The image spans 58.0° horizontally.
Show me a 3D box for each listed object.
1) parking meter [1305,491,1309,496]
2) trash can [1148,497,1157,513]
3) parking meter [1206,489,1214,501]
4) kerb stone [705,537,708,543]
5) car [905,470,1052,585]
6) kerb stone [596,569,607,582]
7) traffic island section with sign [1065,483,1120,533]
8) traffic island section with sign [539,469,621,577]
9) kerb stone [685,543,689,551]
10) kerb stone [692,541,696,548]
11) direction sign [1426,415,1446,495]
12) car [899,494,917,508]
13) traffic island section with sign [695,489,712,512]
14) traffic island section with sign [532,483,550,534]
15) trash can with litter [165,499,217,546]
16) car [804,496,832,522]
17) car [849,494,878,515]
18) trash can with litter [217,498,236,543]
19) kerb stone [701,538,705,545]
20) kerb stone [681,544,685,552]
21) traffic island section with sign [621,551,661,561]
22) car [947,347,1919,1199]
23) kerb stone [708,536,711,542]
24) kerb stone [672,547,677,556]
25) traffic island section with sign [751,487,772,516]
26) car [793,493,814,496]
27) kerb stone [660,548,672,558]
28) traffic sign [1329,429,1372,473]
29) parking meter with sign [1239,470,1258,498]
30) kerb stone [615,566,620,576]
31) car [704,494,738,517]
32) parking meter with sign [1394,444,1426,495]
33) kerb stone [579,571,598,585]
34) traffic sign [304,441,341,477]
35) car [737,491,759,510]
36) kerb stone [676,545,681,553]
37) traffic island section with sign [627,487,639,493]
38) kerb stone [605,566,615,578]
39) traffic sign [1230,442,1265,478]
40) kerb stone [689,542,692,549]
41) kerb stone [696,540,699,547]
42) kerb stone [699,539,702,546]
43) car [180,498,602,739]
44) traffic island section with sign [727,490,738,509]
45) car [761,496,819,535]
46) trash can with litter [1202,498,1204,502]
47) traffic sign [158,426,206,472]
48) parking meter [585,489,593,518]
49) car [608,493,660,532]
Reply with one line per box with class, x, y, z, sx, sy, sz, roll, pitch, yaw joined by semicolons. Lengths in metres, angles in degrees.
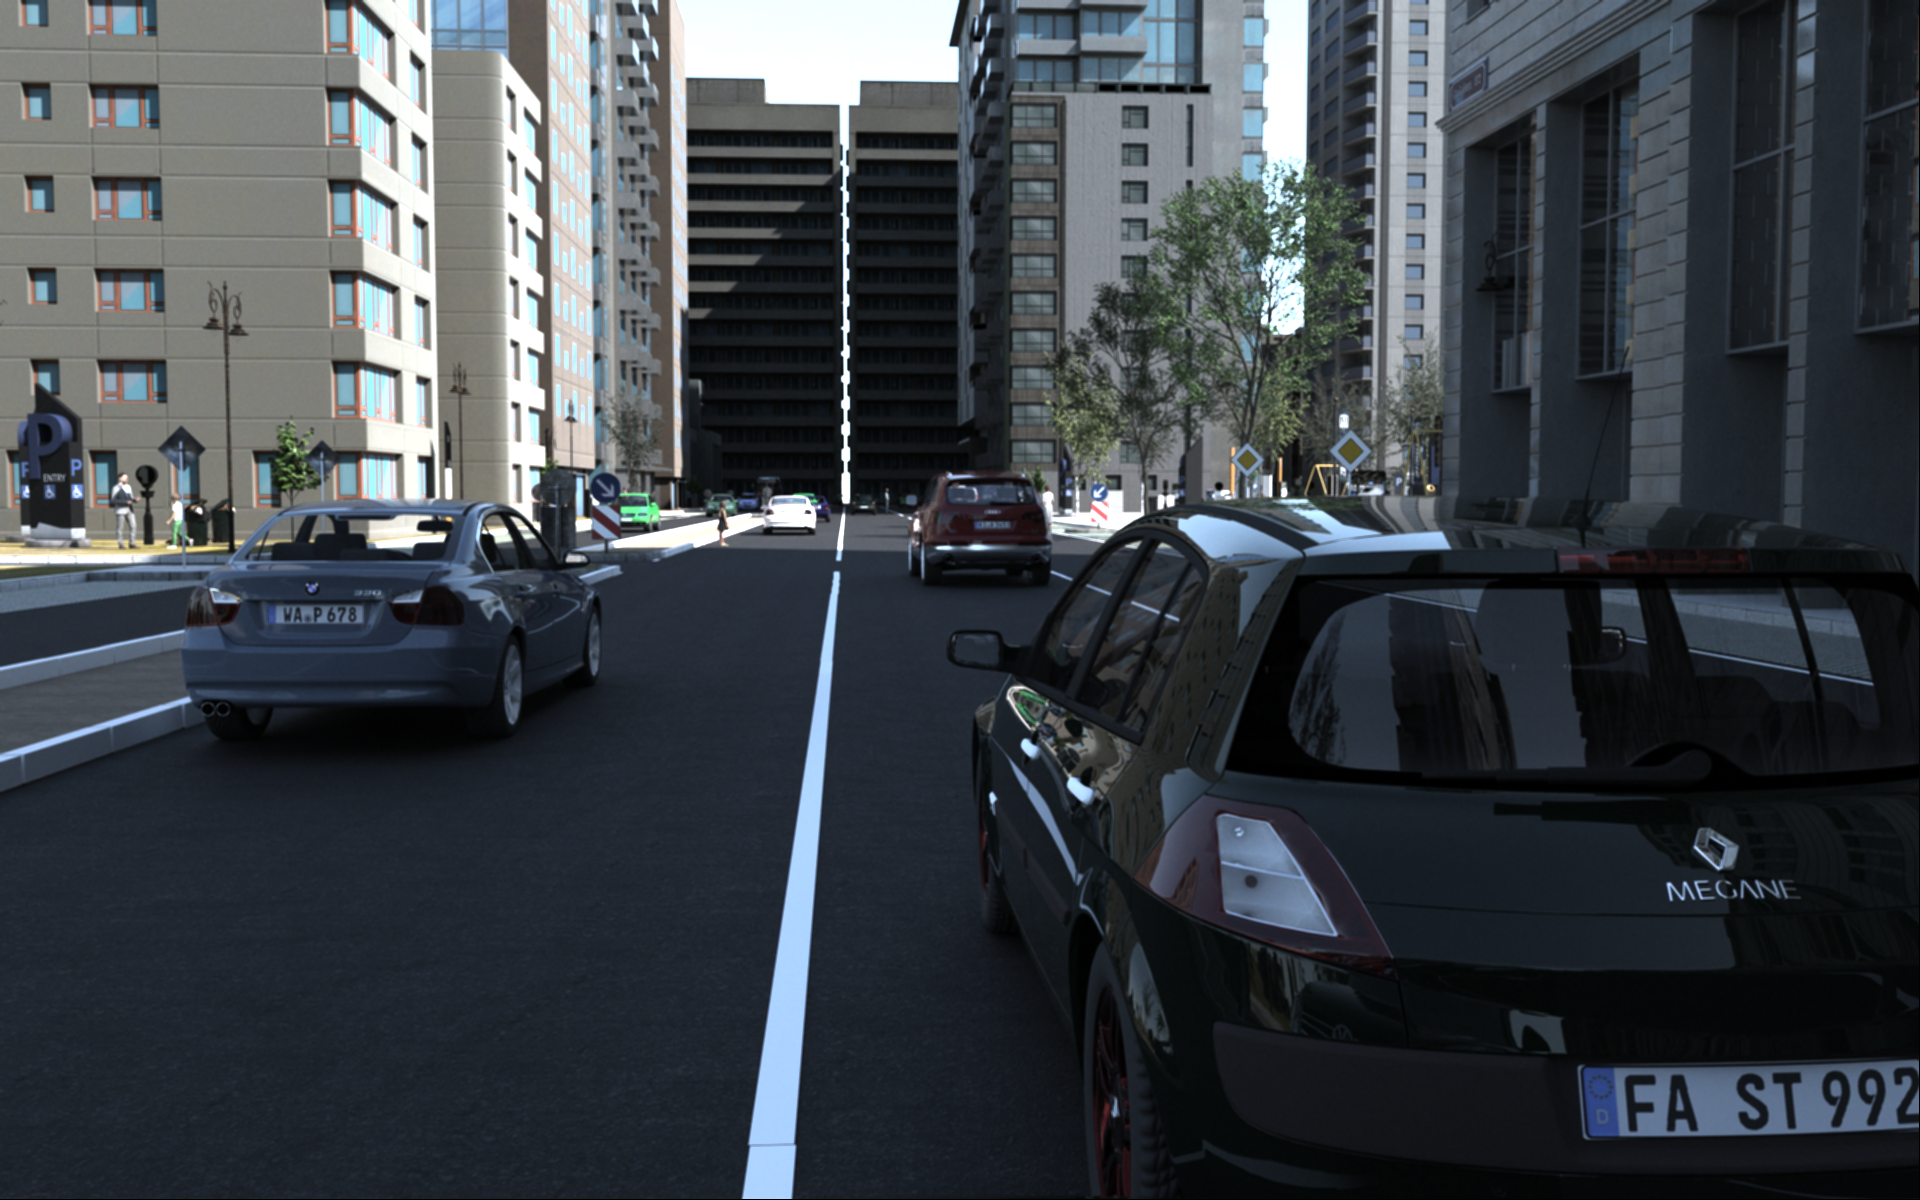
parking meter;23.217;-6.548;115.478;0.372;1.533;0.369;0;3;0
trash can;10.811;-5.265;97.733;0.748;1.137;0.748;0;3;0
parking meter;12.092;-4.608;83.744;0.372;1.533;0.369;0;3;0
kerb stone;-7.365;-1.669;49.489;0.120;0.150;1.000;0;4;-4
car;0.262;-1.232;28.822;2.281;1.827;5.304;0;4;-5
kerb stone;-5.978;-0.382;28.459;0.120;0.150;1.000;0;4;-4
traffic island section with sign;4.892;-3.364;63.627;1.989;1.847;2.006;0;4;-4
traffic island section with sign;-7.161;-1.363;30.422;2.006;1.907;1.989;0;4;-4
kerb stone;-6.953;-1.294;43.353;0.120;0.150;1.000;0;4;-4
kerb stone;-7.097;-1.419;45.397;0.120;0.150;1.000;0;4;-4
direction sign;13.828;-3.533;49.766;0.379;3.537;0.876;-1;4;-8
car;-5.306;-10.320;177.525;1.959;1.807;4.718;0;4;-2
traffic island section with sign;-20.251;-7.996;139.367;1.989;1.847;2.006;0;4;-4
traffic island section with sign;-15.219;-3.313;62.797;1.989;1.847;2.006;0;4;-4
trash can with litter;-18.981;-1.903;42.509;1.055;1.170;0.624;0;4;5
car;-7.555;-4.695;89.344;1.945;1.354;3.894;0;4;-5
car;-6.641;-6.683;119.056;2.009;1.686;4.222;0;4;-4
trash can with litter;-19.556;-2.075;45.309;1.055;1.170;0.624;-3;4;-37
kerb stone;-7.299;-1.600;48.461;0.120;0.150;1.000;0;4;-4
kerb stone;-6.892;-1.231;42.326;0.120;0.150;1.000;0;4;-4
traffic island section with sign;-7.638;-1.815;37.814;2.006;1.907;1.989;0;4;-4
car;1.002;0.322;4.517;2.009;1.686;4.222;0;4;-4
kerb stone;-7.437;-1.732;50.509;0.120;0.150;1.000;0;4;-4
kerb stone;-6.756;-1.106;40.282;0.120;0.150;1.000;0;4;-4
traffic island section with sign;-12.582;-6.401;112.790;2.006;1.907;1.989;0;4;-4
car;-9.343;-5.796;103.567;1.959;1.807;4.718;0;4;-4
kerb stone;-6.692;-1.040;39.262;0.120;0.150;1.000;0;4;-4
traffic sign;7.005;-1.764;31.029;0.795;2.593;0.064;0;4;-4
parking meter with sign;17.022;-6.424;101.300;0.543;3.016;1.738;-2;4;-33
kerb stone;-6.113;-0.508;30.502;0.120;0.150;1.000;0;4;-4
car;-14.987;-5.940;108.924;2.131;1.459;4.920;0;4;-5
parking meter with sign;15.398;-3.903;60.078;1.738;3.016;0.543;-3;5;-41
kerb stone;-5.909;-0.315;27.440;0.120;0.150;1.000;0;4;-4
traffic sign;-13.871;-2.171;37.683;0.795;2.593;0.064;0;4;-4
car;-19.057;-8.961;156.101;1.945;1.707;3.694;0;4;-3
kerb stone;-6.825;-1.166;41.302;0.120;0.150;1.000;0;4;-4
traffic island section with sign;-17.018;-4.989;90.202;1.989;1.847;2.006;0;4;-4
kerb stone;-6.051;-0.441;29.478;0.120;0.150;1.000;0;4;-4
traffic sign;6.481;-2.251;38.997;0.795;2.593;0.064;0;4;-4
kerb stone;-7.029;-1.357;44.377;0.120;0.150;1.000;0;4;-4
kerb stone;-7.164;-1.482;46.420;0.120;0.150;1.000;0;4;-4
kerb stone;-7.234;-1.532;47.441;0.120;0.150;1.000;0;4;-4
car;-3.538;0.035;11.430;2.014;1.417;4.499;0;4;-2
traffic island section with sign;-22.084;-9.694;167.119;1.989;1.847;2.006;0;4;-4
car;-6.105;-3.041;62.087;2.083;1.381;4.827;0;4;-5
trash can with litter;13.308;-5.193;96.285;0.624;1.170;1.055;2;4;27
traffic sign;-13.346;-1.683;29.715;0.795;2.593;0.064;0;4;-4
parking meter;-19.778;-5.133;92.339;0.372;1.533;0.369;0;3;0
car;-12.568;-3.522;66.378;1.959;1.807;4.718;0;4;-3
